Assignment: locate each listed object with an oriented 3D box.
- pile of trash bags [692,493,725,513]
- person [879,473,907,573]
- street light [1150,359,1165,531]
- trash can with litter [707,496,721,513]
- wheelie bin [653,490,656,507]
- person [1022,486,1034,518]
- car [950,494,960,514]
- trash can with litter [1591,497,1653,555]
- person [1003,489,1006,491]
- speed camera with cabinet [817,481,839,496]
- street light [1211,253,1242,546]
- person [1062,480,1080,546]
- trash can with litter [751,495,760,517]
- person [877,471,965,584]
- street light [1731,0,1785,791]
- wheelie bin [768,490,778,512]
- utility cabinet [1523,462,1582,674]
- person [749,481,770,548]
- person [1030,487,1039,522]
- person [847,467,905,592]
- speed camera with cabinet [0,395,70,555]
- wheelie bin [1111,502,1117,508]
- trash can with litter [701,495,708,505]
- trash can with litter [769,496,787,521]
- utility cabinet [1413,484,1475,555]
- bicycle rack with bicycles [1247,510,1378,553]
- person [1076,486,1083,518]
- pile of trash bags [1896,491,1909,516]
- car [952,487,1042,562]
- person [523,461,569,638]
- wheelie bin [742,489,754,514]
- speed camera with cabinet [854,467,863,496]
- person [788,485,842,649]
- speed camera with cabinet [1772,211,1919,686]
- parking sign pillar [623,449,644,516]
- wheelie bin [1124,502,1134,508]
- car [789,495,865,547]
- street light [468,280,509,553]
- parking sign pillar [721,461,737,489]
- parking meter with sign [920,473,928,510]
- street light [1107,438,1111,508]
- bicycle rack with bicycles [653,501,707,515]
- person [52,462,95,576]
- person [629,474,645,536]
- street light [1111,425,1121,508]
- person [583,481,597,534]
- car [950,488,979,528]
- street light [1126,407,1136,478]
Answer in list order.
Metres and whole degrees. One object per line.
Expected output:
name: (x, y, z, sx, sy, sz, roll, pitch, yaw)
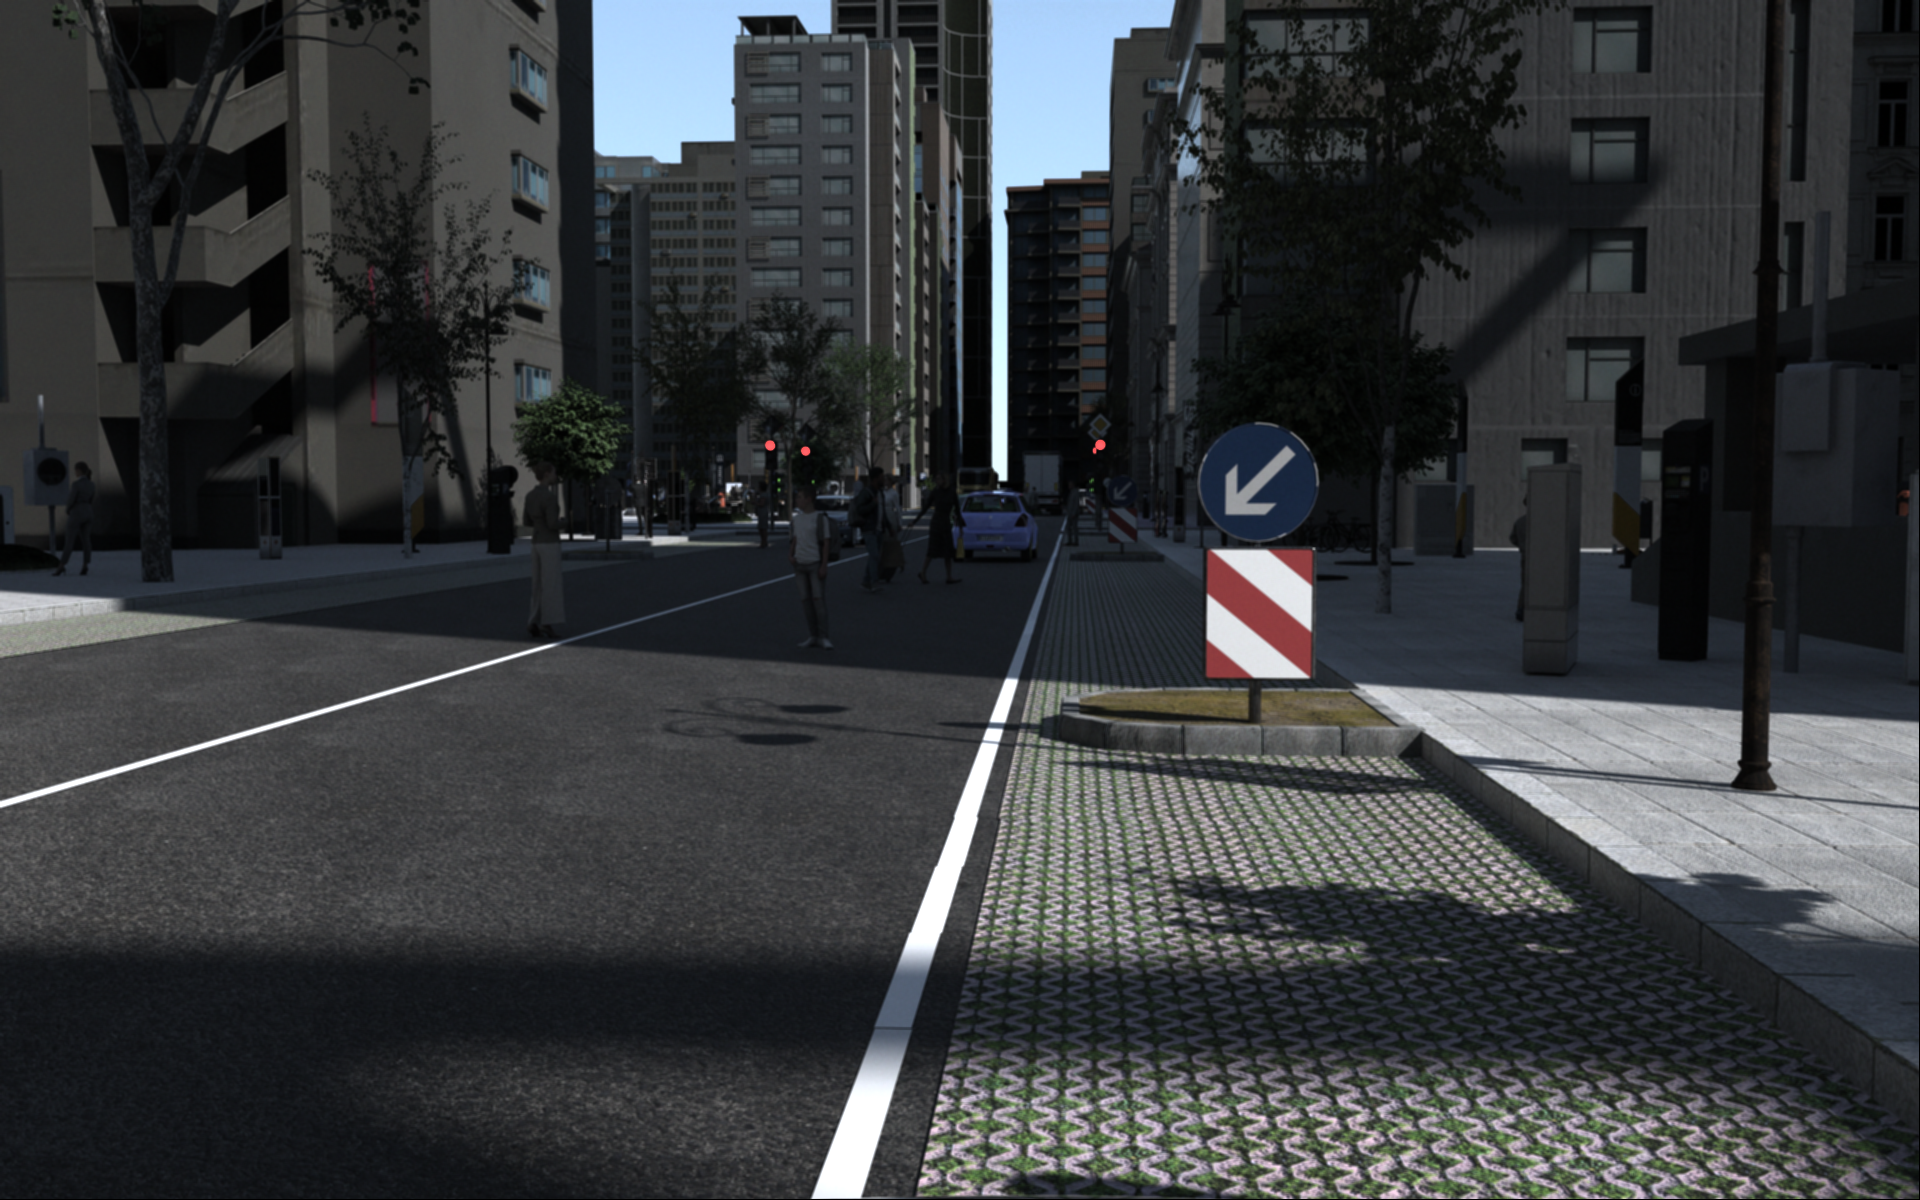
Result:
pile of trash bags: (-15.522, -5.848, 105.373, 1.912, 1.369, 3.447, 3, 4, 38)
person: (-1.226, -1.361, 30.976, 0.641, 1.798, 0.478, -2, 4, -30)
street light: (6.786, -5.311, 59.619, 0.468, 5.910, 1.993, 0, 4, 4)
trash can with litter: (-12.374, -4.535, 85.533, 1.055, 1.170, 0.624, -2, 4, -28)
wheelie bin: (-21.521, -6.897, 120.675, 0.980, 1.594, 0.693, 2, 4, 26)
person: (2.866, -4.100, 76.014, 0.782, 1.767, 0.515, 1, 4, 11)
car: (0.232, -5.707, 105.103, 2.131, 1.459, 4.920, 0, 4, 2)
trash can with litter: (14.558, -1.540, 36.234, 2.233, 1.210, 1.678, 3, 5, 45)
person: (3.049, -6.471, 114.654, 0.623, 1.781, 0.721, 2, 4, 30)
speed camera with cabinet: (-9.665, -7.895, 123.422, 2.038, 3.252, 0.660, -2, 4, -28)
street light: (5.125, -3.709, 33.424, 0.468, 5.910, 1.993, 0, 4, 4)
person: (3.096, -2.376, 47.451, 0.391, 1.810, 0.635, -2, 4, -23)
trash can with litter: (-11.347, -5.299, 97.690, 1.678, 1.210, 2.233, -1, 4, -21)
person: (-0.622, -1.169, 27.834, 1.509, 1.804, 0.699, 2, 4, 30)
street light: (3.466, -2.116, 7.383, 0.468, 5.910, 1.993, 0, 4, 4)
wheelie bin: (-13.146, -6.969, 121.844, 0.693, 1.594, 0.980, -1, 4, -16)
utility cabinet: (4.344, -0.247, 12.714, 0.318, 1.500, 1.173, 2, 4, 23)
person: (-5.291, -2.260, 45.814, 0.532, 1.782, 0.716, 0, 4, 0)
person: (3.821, -4.986, 90.134, 0.709, 1.813, 0.853, 2, 4, 25)
person: (-1.210, -1.023, 25.205, 0.794, 1.824, 0.713, -3, 5, -43)
speed camera with cabinet: (-18.687, -2.430, 34.059, 0.660, 3.252, 2.038, 3, 5, 41)
wheelie bin: (11.683, -7.478, 130.181, 0.693, 1.594, 0.980, 2, 4, 30)
trash can with litter: (-19.167, -7.424, 132.447, 2.233, 1.210, 1.678, 0, 4, 5)
trash can with litter: (-8.514, -4.260, 81.039, 1.055, 1.170, 0.624, 2, 4, 32)
utility cabinet: (10.091, -1.678, 36.114, 1.173, 1.500, 0.318, 0, 4, 3)
bicycle rack with bicycles: (8.240, -1.549, 38.709, 2.852, 0.926, 2.925, -3, 4, -38)
person: (6.138, -5.030, 90.702, 0.622, 1.834, 0.822, 0, 4, 3)
pile of trash bags: (25.313, -2.134, 44.650, 1.912, 1.369, 3.447, 0, 4, -6)
car: (0.798, -1.722, 37.744, 1.945, 1.707, 3.694, 0, 4, 5)
person: (-4.092, -0.501, 17.244, 0.519, 1.759, 0.362, 3, 5, 44)
wheelie bin: (-13.663, -6.345, 111.653, 0.693, 1.594, 0.980, -2, 4, -25)
speed camera with cabinet: (-6.658, -8.003, 125.192, 2.038, 3.252, 0.660, 0, 4, -5)
person: (-1.355, -0.310, 16.161, 0.503, 1.515, 0.523, 0, 4, 2)
speed camera with cabinet: (6.561, -1.065, 11.742, 0.660, 3.252, 2.038, -2, 4, -31)
parking sign pillar: (-19.156, -6.955, 102.184, 1.447, 3.967, 1.447, 1, 4, 22)
wheelie bin: (8.268, -4.730, 85.238, 0.693, 1.594, 0.980, 0, 4, 3)
car: (-3.569, -2.213, 48.178, 2.014, 1.417, 4.499, 0, 4, 5)
street light: (-10.229, -3.961, 37.558, 0.468, 5.910, 1.993, 0, 4, 4)
parking sign pillar: (-18.469, -9.172, 138.437, 1.447, 3.967, 1.447, -1, 4, -19)
parking meter with sign: (-2.916, -8.990, 143.252, 0.543, 3.016, 1.738, 0, 4, 8)
street light: (12.233, -10.349, 141.992, 0.468, 5.910, 1.993, 0, 4, 4)
bicycle rack with bicycles: (-14.700, -4.567, 88.045, 2.925, 0.926, 2.852, 2, 4, 35)
person: (-14.005, -1.287, 27.362, 0.573, 1.790, 0.520, 0, 4, -3)
person: (-9.856, -2.930, 53.312, 0.648, 1.900, 0.474, -3, 4, -37)
street light: (10.562, -8.766, 116.113, 0.468, 5.910, 1.993, 0, 4, 4)
person: (-11.763, -3.056, 55.376, 0.474, 1.900, 0.648, 0, 4, -1)
car: (0.641, -2.806, 54.667, 1.959, 1.807, 4.718, 0, 4, 3)
street light: (8.916, -7.196, 90.448, 0.468, 5.910, 1.993, 0, 4, 4)
